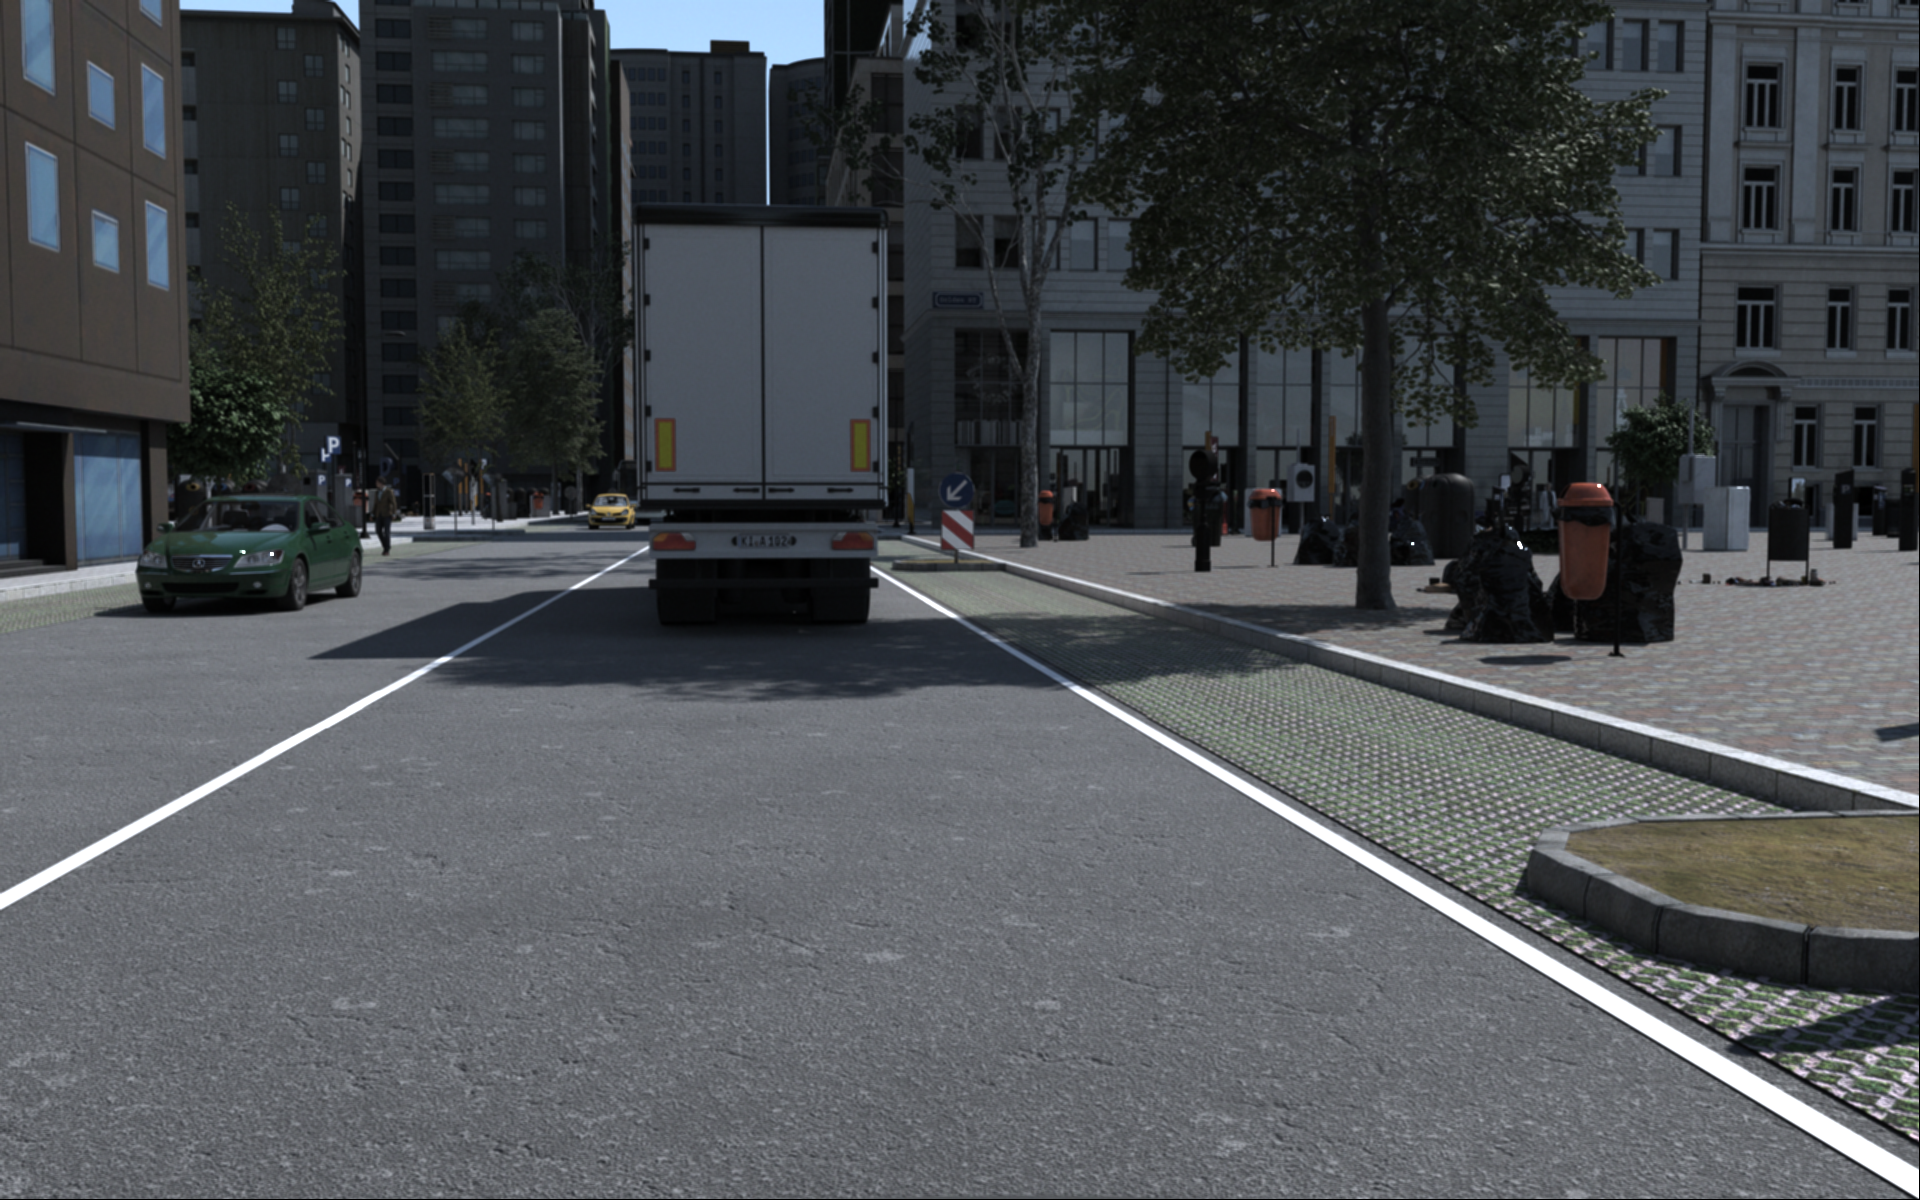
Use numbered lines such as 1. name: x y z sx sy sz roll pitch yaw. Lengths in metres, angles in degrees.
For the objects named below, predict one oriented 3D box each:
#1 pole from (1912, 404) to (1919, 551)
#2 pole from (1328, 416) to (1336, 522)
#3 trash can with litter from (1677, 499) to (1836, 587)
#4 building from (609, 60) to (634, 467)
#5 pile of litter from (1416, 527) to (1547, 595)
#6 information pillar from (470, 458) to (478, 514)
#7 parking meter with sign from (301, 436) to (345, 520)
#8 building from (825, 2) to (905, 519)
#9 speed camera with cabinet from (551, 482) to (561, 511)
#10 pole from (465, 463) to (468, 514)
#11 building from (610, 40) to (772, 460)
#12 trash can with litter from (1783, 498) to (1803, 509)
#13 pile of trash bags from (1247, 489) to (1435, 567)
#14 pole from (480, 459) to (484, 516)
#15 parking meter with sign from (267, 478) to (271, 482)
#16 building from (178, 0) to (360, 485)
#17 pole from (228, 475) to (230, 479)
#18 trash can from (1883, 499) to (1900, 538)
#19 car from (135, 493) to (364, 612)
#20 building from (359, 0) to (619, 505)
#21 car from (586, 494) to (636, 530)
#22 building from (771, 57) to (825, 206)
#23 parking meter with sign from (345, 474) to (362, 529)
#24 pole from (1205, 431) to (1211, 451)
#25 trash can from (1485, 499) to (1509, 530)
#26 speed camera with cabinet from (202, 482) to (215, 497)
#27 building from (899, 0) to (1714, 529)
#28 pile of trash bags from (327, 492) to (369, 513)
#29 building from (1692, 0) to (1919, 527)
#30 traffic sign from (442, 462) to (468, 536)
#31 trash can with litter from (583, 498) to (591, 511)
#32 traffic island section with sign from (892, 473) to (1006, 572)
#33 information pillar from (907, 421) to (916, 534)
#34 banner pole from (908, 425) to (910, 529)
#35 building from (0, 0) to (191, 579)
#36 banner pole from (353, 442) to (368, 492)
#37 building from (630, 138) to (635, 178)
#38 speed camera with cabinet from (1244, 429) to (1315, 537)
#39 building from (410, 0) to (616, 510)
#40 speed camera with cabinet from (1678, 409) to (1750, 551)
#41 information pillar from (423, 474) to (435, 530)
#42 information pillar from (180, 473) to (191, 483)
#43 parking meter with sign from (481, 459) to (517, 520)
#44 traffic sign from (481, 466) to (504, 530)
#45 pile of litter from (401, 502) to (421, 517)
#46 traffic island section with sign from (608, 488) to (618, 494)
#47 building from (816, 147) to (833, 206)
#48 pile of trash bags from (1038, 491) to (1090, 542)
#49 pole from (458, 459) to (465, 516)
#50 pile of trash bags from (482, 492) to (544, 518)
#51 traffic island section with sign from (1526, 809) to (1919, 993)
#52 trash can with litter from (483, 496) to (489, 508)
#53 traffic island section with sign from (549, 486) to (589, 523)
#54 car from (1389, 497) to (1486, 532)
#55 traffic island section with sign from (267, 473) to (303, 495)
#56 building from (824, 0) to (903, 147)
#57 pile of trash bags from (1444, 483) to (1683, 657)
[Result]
1. pole: 21.696 -2.781 39.305 0.158 3.312 0.155 0 3 0
2. pole: 9.762 -3.158 45.484 0.158 3.312 0.155 0 3 0
3. trash can with litter: 11.338 -0.830 24.631 2.233 1.210 1.678 1 4 18
4. building: -40.687 -32.127 175.392 14.600 45.320 14.200 0 4 -7
5. pile of litter: 6.848 -0.520 22.471 1.719 0.858 1.176 3 4 37
6. information pillar: -31.329 -7.351 111.550 0.183 3.616 0.504 3 5 40
7. parking meter with sign: -19.531 -3.435 52.425 1.738 3.016 0.543 2 4 30
8. building: 2.276 -18.417 105.627 19.350 26.468 34.151 0 4 -7
9. speed camera with cabinet: -31.515 -8.433 132.212 2.038 3.252 0.660 0 4 -5
10. pole: -32.206 -7.283 112.924 0.158 3.312 0.155 0 3 0
11. building: -39.535 -41.941 227.739 28.212 58.520 21.231 0 4 -7
12. trash can with litter: 24.001 -2.364 50.038 0.624 1.170 1.055 2 4 26
13. pile of trash bags: 6.716 -1.311 31.195 3.447 1.369 1.912 -1 4 -22
14. pole: -27.796 -6.531 100.624 0.158 3.312 0.155 0 3 0
15. parking meter with sign: -32.985 -5.342 83.605 0.543 3.016 1.738 3 5 41
16. building: -78.278 -36.777 190.537 27.495 52.752 28.713 0 4 -7
17. pole: -41.298 -6.364 97.902 0.158 3.312 0.155 0 3 0
18. trash can: 27.615 -2.412 51.094 0.748 1.137 0.748 0 3 0
19. car: -9.162 -0.664 22.656 2.131 1.459 4.920 0 4 -6
20. building: -41.539 -43.960 156.992 20.563 71.187 20.611 0 4 -7
21. car: -14.240 -3.709 70.860 2.015 1.641 3.980 0 4 -7
22. building: -11.093 -42.161 231.330 28.212 58.520 21.231 0 4 -7
23. parking meter with sign: -23.173 -4.199 64.922 1.738 3.016 0.543 2 4 27
24. pole: 8.084 -3.829 56.450 0.158 3.312 0.155 0 3 0
25. trash can: 16.546 -2.553 53.400 0.748 1.137 0.748 0 3 0
26. speed camera with cabinet: -35.794 -5.354 81.872 2.038 3.252 0.660 2 4 33
27. building: 12.919 -17.843 69.234 29.804 29.767 11.434 0 4 -7
28. pile of trash bags: -25.344 -3.640 69.265 3.447 1.369 1.912 0 4 2
29. building: 37.496 -17.614 73.897 20.117 28.700 13.634 0 4 -7
30. traffic sign: -15.499 -3.031 53.202 0.795 2.450 0.064 0 4 -7
31. trash can with litter: -28.322 -7.267 130.205 1.055 1.170 0.624 -3 5 -43
32. traffic island section with sign: -0.256 -1.477 32.772 1.989 1.847 2.006 0 4 -7
33. information pillar: -1.576 -3.918 55.418 0.183 3.616 0.504 1 4 14
34. banner pole: -1.767 -4.465 63.018 0.401 3.779 0.863 1 4 9
35. building: -21.358 -22.962 25.541 14.600 45.320 14.200 0 4 -7
36. banner pole: -28.766 -5.684 82.950 0.863 3.779 0.401 1 4 14
37. building: -50.267 -33.198 197.410 28.867 44.769 22.147 0 4 -7
38. speed camera with cabinet: 9.627 -3.536 52.154 2.038 3.252 0.660 -1 4 -14
39. building: -35.962 -27.985 141.147 14.154 41.232 14.086 0 4 -7
40. speed camera with cabinet: 17.298 -2.776 39.728 0.660 3.252 2.038 -1 4 -8
41. information pillar: -19.107 -3.536 62.310 0.304 2.012 0.304 0 4 7
42. information pillar: -33.107 -5.065 74.160 0.504 3.616 0.183 -1 4 -21
43. parking meter with sign: -22.868 -5.489 86.007 0.543 3.016 1.738 3 5 40
44. traffic sign: -16.479 -3.516 61.127 0.795 2.450 0.064 0 4 -7
45. pile of litter: -31.325 -5.193 98.876 1.176 0.858 1.719 0 4 -8
46. traffic island section with sign: -22.537 -6.361 112.636 1.989 1.847 2.006 0 4 -7
47. building: -5.301 -22.997 147.697 14.160 30.474 14.107 0 4 -7
48. pile of trash bags: 2.589 -2.333 47.900 1.912 1.369 3.447 1 4 10
49. pole: -28.676 -6.451 99.321 0.158 3.312 0.155 0 3 0
50. pile of trash bags: -23.687 -5.060 92.483 1.912 1.369 3.447 3 4 38
51. traffic island section with sign: 3.078 0.168 5.881 1.989 1.847 2.006 0 4 -7
52. trash can with litter: -28.661 -5.746 105.342 1.055 1.170 0.624 1 4 11
53. traffic island section with sign: -19.203 -4.710 85.644 1.989 1.847 2.006 0 4 -7
54. car: 16.609 -2.900 59.994 3.894 1.354 1.945 0 4 -8
55. traffic island section with sign: -12.583 -1.434 32.079 1.989 1.847 2.006 0 4 -7
56. building: -4.349 -44.402 164.231 20.563 71.187 20.611 0 4 -7
57. pile of trash bags: 5.293 -0.328 15.114 1.912 1.369 3.447 1 4 13
